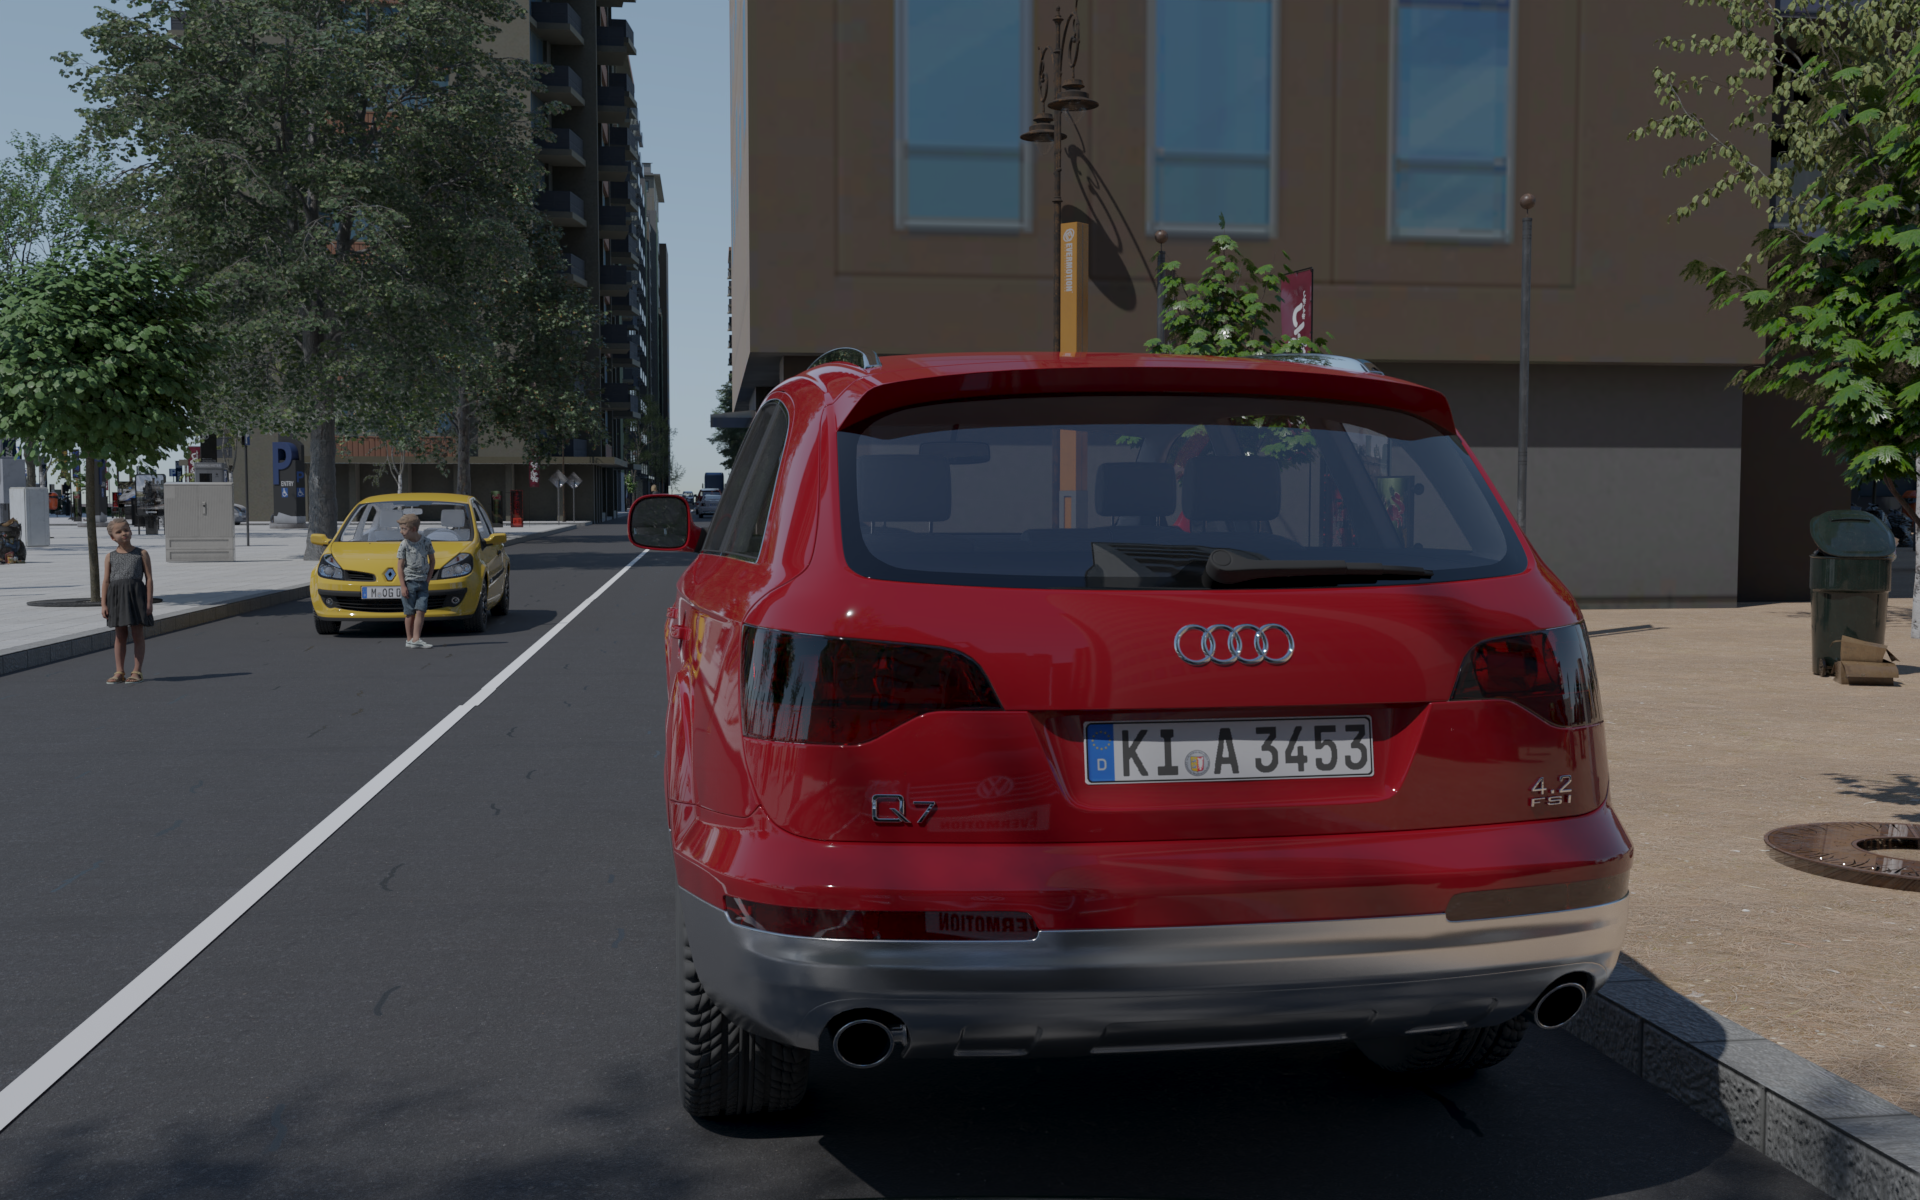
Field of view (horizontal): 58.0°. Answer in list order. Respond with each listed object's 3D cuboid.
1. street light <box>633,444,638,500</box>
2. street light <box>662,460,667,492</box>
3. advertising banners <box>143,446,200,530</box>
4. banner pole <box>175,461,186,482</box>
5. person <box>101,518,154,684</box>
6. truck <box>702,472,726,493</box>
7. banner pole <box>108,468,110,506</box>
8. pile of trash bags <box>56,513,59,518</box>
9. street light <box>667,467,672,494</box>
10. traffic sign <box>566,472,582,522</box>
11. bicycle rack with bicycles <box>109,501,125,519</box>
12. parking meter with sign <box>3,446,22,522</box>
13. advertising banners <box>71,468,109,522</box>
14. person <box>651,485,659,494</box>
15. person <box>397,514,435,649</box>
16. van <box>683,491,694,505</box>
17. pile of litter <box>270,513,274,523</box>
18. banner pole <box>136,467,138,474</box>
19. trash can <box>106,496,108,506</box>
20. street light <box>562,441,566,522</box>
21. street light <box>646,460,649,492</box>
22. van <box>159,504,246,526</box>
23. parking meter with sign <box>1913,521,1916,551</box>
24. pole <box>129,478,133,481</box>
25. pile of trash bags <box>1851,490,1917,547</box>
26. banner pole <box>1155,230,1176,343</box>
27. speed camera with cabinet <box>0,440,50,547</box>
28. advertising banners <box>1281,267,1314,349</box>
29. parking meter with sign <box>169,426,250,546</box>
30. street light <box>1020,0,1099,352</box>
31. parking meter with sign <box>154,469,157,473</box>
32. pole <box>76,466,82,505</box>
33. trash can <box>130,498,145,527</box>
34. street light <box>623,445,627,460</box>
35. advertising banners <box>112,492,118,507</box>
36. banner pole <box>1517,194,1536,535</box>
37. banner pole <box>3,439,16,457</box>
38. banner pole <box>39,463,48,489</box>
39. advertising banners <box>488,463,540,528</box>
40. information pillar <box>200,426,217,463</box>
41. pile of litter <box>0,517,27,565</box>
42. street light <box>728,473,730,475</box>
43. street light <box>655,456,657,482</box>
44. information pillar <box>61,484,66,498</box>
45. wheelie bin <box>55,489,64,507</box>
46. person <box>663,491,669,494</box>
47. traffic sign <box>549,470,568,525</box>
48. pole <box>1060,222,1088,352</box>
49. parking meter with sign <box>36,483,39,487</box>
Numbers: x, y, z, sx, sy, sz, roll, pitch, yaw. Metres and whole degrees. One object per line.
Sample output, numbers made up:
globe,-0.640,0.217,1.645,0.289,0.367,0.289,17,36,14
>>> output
street light,-29.054,-11.141,154.940,0.468,5.910,1.993,-1,4,-8
street light,-40.801,-16.201,237.680,0.468,5.910,1.993,-1,4,-8
advertising banners,-28.483,-4.068,62.697,2.074,3.025,0.090,-1,4,-15
banner pole,-51.284,-7.592,114.151,0.863,3.779,0.401,-3,5,-44
person,-6.316,0.002,13.145,0.362,1.253,0.373,0,4,-7
truck,-29.464,-13.386,208.614,2.967,4.110,18.799,-1,4,-9
banner pole,-65.317,-8.725,132.672,0.863,3.779,0.401,2,4,29
pile of trash bags,-50.543,-5.188,94.582,3.447,1.369,1.912,1,4,23
street light,-44.865,-17.906,265.552,0.468,5.910,1.993,-1,4,-8
traffic sign,-17.626,-4.613,79.062,0.795,2.450,0.064,-1,4,-8
bicycle rack with bicycles,-43.839,-4.784,91.597,2.852,0.926,2.925,-1,4,-10
parking meter with sign,-35.056,-4.075,62.895,0.543,3.016,1.738,3,5,39
advertising banners,-40.279,-5.135,80.145,2.074,3.025,0.090,1,4,16
person,-11.868,-3.705,69.298,1.509,1.804,0.699,-3,5,-43
person,-5.053,-0.179,16.113,0.332,1.250,0.352,0,4,7
van,-35.754,-13.488,227.542,2.013,2.044,4.112,-1,4,-8
pile of litter,-30.009,-3.870,77.244,1.176,0.858,1.719,3,5,44
banner pole,-64.747,-8.959,136.495,0.401,3.779,0.863,0,4,-7
trash can,-62.417,-7.006,126.205,0.748,1.137,0.748,0,3,0
street light,-18.167,-6.516,79.323,0.468,5.910,1.993,-1,4,-8
street light,-32.871,-12.815,182.317,0.468,5.910,1.993,-1,4,-8
van,-32.369,-4.062,73.427,4.112,2.044,2.013,-1,4,-9
parking meter with sign,22.239,-2.590,38.608,1.738,3.016,0.543,0,4,-2
pole,-51.627,-6.975,107.892,0.158,3.312,0.155,0,3,0
pile of trash bags,22.396,-1.987,42.234,3.447,1.369,1.912,-2,4,-31
banner pole,1.985,-1.634,16.739,0.401,3.779,0.863,1,4,19
speed camera with cabinet,-23.115,-2.952,42.601,2.038,3.252,0.660,3,5,41
advertising banners,2.864,-1.023,12.913,0.090,3.025,2.074,-1,4,-17
parking meter with sign,-18.297,-2.816,42.304,1.738,3.016,0.543,-1,4,-10
street light,0.928,-2.677,16.556,0.468,5.910,1.993,-1,4,-8
parking meter with sign,-55.948,-7.679,121.816,1.738,3.016,0.543,1,4,11
pole,-65.166,-8.199,127.896,0.158,3.312,0.155,0,3,0
trash can,-32.153,-3.440,67.899,0.748,1.137,0.748,0,3,0
street light,-26.029,-9.864,134.068,0.468,5.910,1.993,-1,4,-8
advertising banners,-63.782,-8.235,130.836,2.074,3.025,0.090,0,4,-7
banner pole,4.803,-1.514,14.766,0.401,3.779,0.863,1,4,18
banner pole,-30.170,-3.957,54.707,0.401,3.779,0.863,2,4,32
banner pole,-53.226,-6.757,100.490,0.401,3.779,0.863,1,4,11
advertising banners,-17.022,-4.290,66.336,2.074,3.025,0.090,-2,4,-27
information pillar,-23.045,-3.778,53.130,0.504,3.616,0.183,-3,5,-42
pile of litter,-17.831,-1.102,31.980,1.176,0.858,1.719,-1,4,-11
street light,-41.602,-20.742,311.910,0.468,5.910,1.993,-1,4,-8
street light,-36.855,-14.497,209.814,0.468,5.910,1.993,-1,4,-8
information pillar,-67.560,-7.710,130.555,0.304,2.012,0.304,-3,4,-36
wheelie bin,-60.436,-6.596,115.760,0.980,1.594,0.693,-2,4,-31
person,-31.659,-10.830,186.367,0.742,1.727,0.445,-1,4,-9
traffic sign,-16.489,-4.129,71.158,0.795,2.450,0.064,-1,4,-8
pole,0.865,-1.181,13.157,0.158,3.312,0.155,0,3,0
parking meter with sign,-62.440,-7.386,117.025,0.543,3.016,1.738,1,4,15
